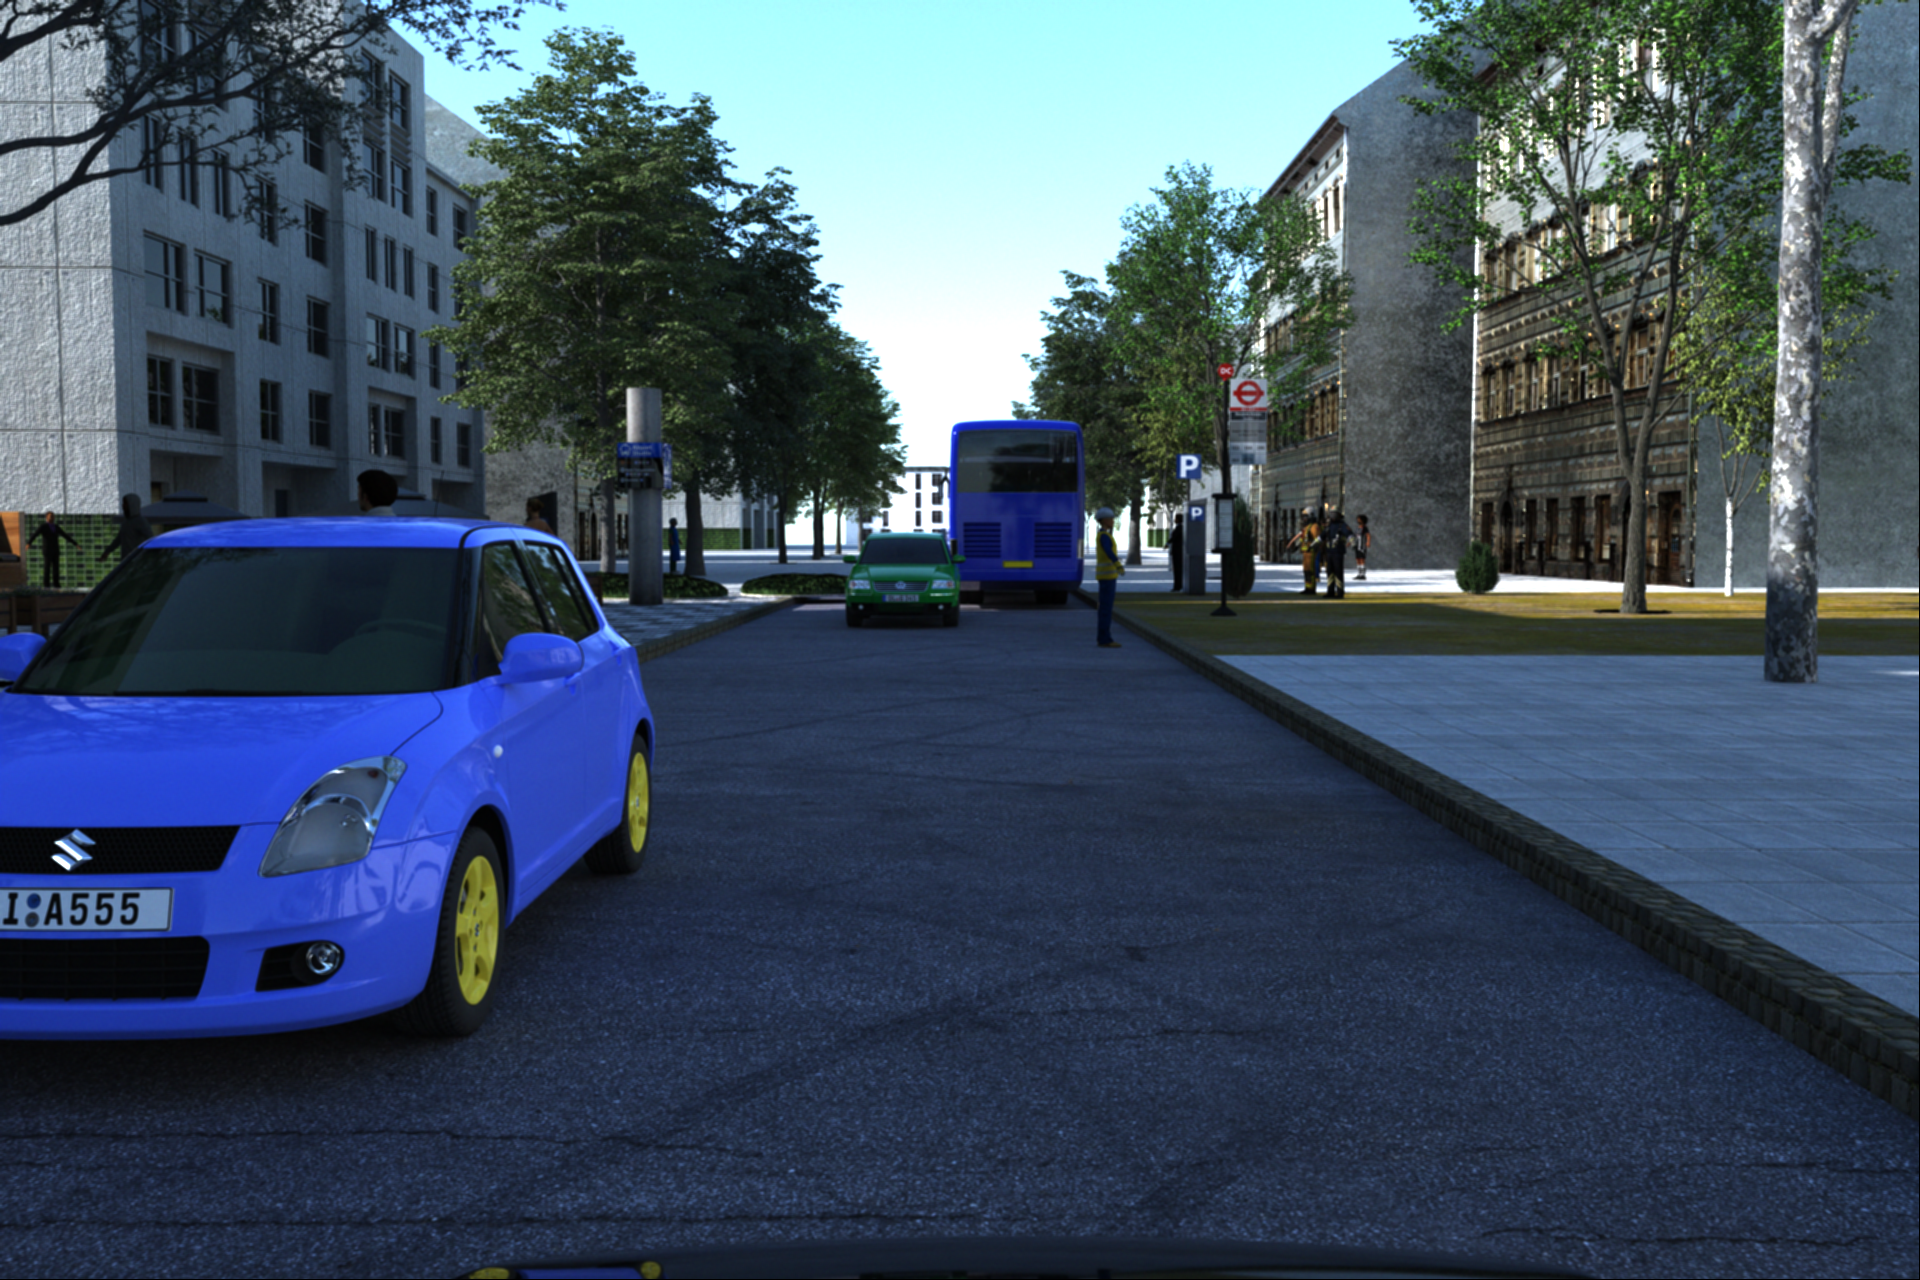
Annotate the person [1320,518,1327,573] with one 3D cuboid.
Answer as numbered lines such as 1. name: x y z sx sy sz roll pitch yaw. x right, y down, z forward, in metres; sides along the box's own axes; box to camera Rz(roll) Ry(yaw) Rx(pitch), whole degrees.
1. person: 11.975 -3.112 57.017 1.346 1.812 0.704 1 4 15

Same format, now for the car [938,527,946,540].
1. car: -0.462 -5.601 100.247 2.281 1.827 5.304 0 4 0

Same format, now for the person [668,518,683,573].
1. person: -9.339 -3.091 56.660 0.704 1.817 1.347 0 4 4

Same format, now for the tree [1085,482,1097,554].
1. tree: 8.258 -9.869 111.726 4.737 8.622 4.395 0 3 0

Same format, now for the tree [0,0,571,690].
1. tree: -8.565 -6.329 13.851 12.009 13.543 11.850 0 3 0

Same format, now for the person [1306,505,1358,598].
1. person: 7.504 -1.768 34.691 0.705 1.856 1.354 -2 4 -34

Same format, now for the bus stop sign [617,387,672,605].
1. bus stop sign: -5.720 -2.595 31.449 0.837 3.901 0.837 0 4 1

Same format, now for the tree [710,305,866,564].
1. tree: -7.749 -9.134 75.088 9.928 11.665 9.643 0 3 0

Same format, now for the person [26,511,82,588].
1. person: -20.808 -2.047 39.687 0.704 1.802 1.346 2 4 28

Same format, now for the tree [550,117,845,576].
1. tree: -8.220 -8.948 52.961 9.857 13.997 8.962 0 3 0

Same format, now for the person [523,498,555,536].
1. person: -5.413 -0.915 21.763 0.721 1.733 1.217 2 4 29

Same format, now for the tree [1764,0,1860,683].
1. tree: 7.858 -9.618 13.147 12.611 20.169 13.585 0 3 0

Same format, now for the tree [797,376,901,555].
1. tree: -7.447 -11.158 108.188 9.928 11.665 9.643 0 3 0

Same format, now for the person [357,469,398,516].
1. person: -3.431 -0.093 10.162 0.705 1.806 1.347 2 4 24

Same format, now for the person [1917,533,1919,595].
1. person: 20.199 -1.640 36.083 0.599 1.433 0.991 0 4 4

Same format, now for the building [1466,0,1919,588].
1. building: 26.654 -13.365 49.447 19.493 23.208 18.063 0 4 0

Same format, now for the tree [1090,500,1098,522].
1. tree: 17.983 -16.265 216.302 4.737 8.622 4.395 0 3 0

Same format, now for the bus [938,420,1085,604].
1. bus: 0.978 -2.856 38.236 2.896 3.916 12.251 0 4 -1

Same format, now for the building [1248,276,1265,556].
1. building: 26.760 -16.163 95.186 19.493 23.208 18.063 0 4 1

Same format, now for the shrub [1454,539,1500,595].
1. shrub: 10.959 -1.563 36.677 1.383 1.207 1.383 0 3 0

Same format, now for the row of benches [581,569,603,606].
1. row of benches: -7.457 -0.854 29.433 1.422 0.672 4.104 2 4 25

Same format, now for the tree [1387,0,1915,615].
1. tree: 10.815 -6.231 27.639 9.928 11.665 9.643 0 3 0

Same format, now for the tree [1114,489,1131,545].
1. tree: 19.284 -15.991 211.821 4.737 8.622 4.395 0 3 0

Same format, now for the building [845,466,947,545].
1. building: 0.215 -16.514 214.606 28.070 9.664 9.099 0 4 5

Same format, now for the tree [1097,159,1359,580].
1. tree: 7.486 -7.538 49.004 9.928 11.665 9.643 0 3 0

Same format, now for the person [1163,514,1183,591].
1. person: 4.819 -1.963 38.820 0.721 1.740 1.216 2 4 27

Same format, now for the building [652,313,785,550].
1. building: -25.652 -17.523 152.961 16.747 18.905 31.486 0 4 1

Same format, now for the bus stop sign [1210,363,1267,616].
1. bus stop sign: 4.372 -2.352 27.157 0.855 3.939 0.416 0 4 0

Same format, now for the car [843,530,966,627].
1. car: -0.887 -1.187 28.207 1.959 1.807 4.718 0 3 0

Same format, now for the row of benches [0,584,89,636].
1. row of benches: -11.494 -0.268 19.839 1.422 0.672 4.104 0 4 6

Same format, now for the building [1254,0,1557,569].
1. building: 23.159 -14.684 71.012 19.493 23.208 18.063 0 4 1

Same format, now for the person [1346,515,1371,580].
1. person: 11.213 -2.591 48.512 0.704 1.843 1.345 -1 4 -13

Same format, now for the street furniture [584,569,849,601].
1. street furniture: -7.340 -1.296 36.810 10.072 0.657 5.734 1 4 21

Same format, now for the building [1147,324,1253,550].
1. building: 26.591 -17.592 154.081 16.747 18.905 31.486 0 4 1

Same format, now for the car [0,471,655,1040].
1. car: -2.196 0.216 6.064 1.945 1.707 3.694 0 4 0

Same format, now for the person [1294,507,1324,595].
1. person: 7.409 -1.898 36.793 0.705 1.858 1.354 0 4 -7

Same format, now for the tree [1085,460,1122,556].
1. tree: 8.295 -9.352 103.265 4.360 8.622 3.978 0 3 0

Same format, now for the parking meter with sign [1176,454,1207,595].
1. parking meter with sign: 4.974 -2.487 36.924 0.543 3.016 1.738 0 3 0

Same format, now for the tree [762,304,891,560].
1. tree: -6.890 -10.274 86.100 7.486 12.596 7.792 0 3 0

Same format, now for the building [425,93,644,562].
1. building: -26.920 -15.762 88.645 19.493 23.208 18.063 0 4 1

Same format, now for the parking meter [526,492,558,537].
1. parking meter: -5.771 -1.114 23.926 0.399 1.863 0.255 0 4 0

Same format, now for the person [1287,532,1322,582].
1. person: 9.458 -2.478 46.378 1.347 1.847 0.705 0 4 4

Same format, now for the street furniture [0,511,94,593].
1. street furniture: -21.306 -1.549 32.181 9.812 1.723 11.010 3 5 44

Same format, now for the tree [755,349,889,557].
1. tree: -7.802 -10.398 95.762 9.928 11.665 9.643 0 3 0

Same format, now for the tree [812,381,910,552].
1. tree: -7.197 -12.539 123.144 7.486 12.596 7.792 0 3 0

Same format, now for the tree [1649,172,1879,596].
1. tree: 15.992 -5.203 35.428 4.737 8.622 4.395 0 3 0

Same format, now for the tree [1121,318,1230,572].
1. tree: 7.368 -6.664 59.322 4.737 8.622 4.395 0 3 0

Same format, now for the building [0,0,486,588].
1. building: -28.187 -11.601 56.138 16.747 18.905 31.486 0 4 0

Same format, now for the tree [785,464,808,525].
1. tree: -23.067 -18.628 211.220 9.857 13.997 8.962 0 3 0

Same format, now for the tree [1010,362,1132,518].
1. tree: 8.088 -13.122 121.193 9.857 13.997 8.962 0 3 0

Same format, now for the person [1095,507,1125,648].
1. person: 1.938 -0.801 22.011 0.721 1.772 1.216 0 4 -3

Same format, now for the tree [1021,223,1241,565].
1. tree: 7.324 -10.150 72.606 9.857 13.997 8.962 0 3 0

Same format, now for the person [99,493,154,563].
1. person: -10.885 -1.017 22.758 1.348 1.813 0.705 3 4 38

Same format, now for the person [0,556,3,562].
1. person: -13.373 -1.046 23.078 0.705 1.833 1.349 1 4 15

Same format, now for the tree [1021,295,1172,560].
1. tree: 7.675 -10.810 87.118 12.009 13.543 11.850 0 3 0

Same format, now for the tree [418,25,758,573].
1. tree: -8.412 -7.441 39.789 7.486 12.596 7.792 0 3 0
